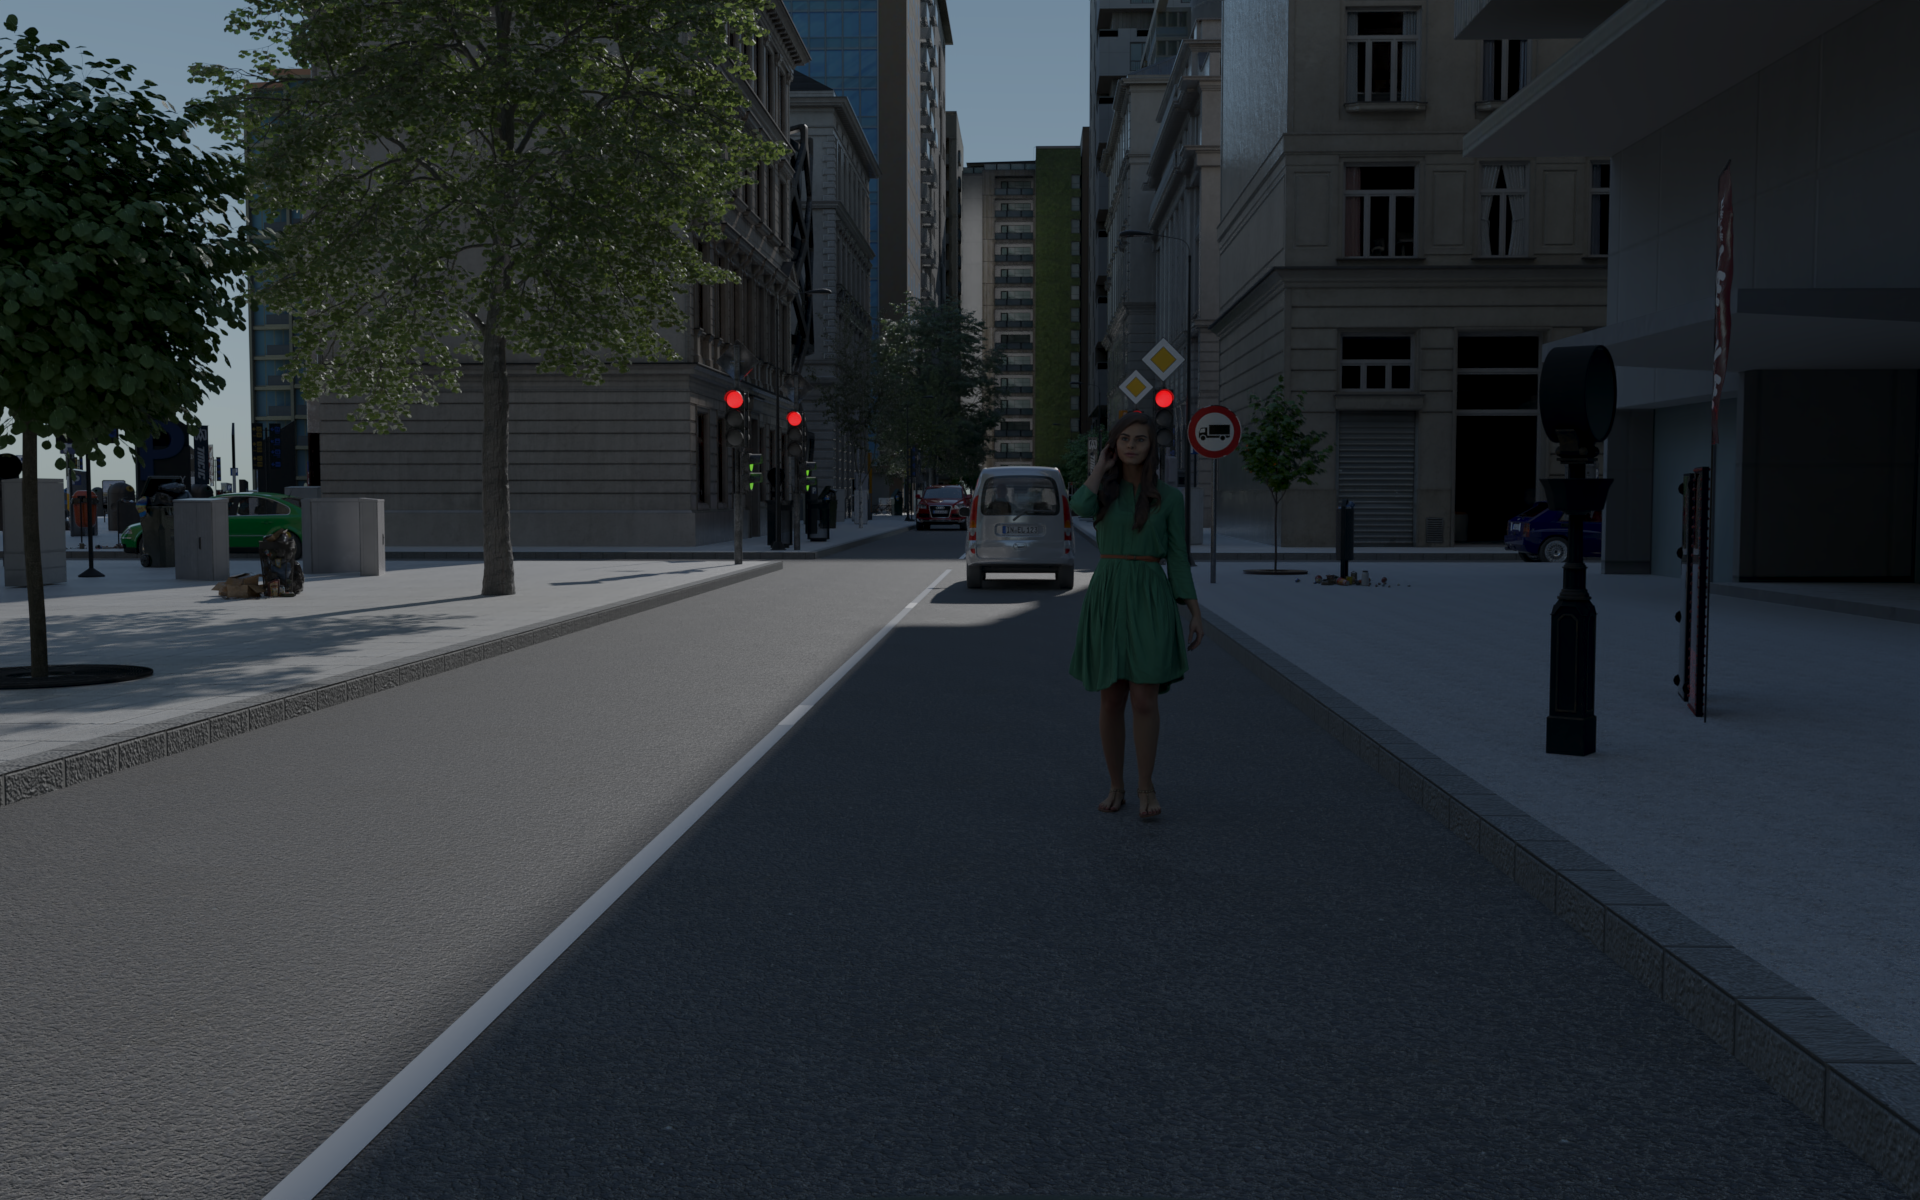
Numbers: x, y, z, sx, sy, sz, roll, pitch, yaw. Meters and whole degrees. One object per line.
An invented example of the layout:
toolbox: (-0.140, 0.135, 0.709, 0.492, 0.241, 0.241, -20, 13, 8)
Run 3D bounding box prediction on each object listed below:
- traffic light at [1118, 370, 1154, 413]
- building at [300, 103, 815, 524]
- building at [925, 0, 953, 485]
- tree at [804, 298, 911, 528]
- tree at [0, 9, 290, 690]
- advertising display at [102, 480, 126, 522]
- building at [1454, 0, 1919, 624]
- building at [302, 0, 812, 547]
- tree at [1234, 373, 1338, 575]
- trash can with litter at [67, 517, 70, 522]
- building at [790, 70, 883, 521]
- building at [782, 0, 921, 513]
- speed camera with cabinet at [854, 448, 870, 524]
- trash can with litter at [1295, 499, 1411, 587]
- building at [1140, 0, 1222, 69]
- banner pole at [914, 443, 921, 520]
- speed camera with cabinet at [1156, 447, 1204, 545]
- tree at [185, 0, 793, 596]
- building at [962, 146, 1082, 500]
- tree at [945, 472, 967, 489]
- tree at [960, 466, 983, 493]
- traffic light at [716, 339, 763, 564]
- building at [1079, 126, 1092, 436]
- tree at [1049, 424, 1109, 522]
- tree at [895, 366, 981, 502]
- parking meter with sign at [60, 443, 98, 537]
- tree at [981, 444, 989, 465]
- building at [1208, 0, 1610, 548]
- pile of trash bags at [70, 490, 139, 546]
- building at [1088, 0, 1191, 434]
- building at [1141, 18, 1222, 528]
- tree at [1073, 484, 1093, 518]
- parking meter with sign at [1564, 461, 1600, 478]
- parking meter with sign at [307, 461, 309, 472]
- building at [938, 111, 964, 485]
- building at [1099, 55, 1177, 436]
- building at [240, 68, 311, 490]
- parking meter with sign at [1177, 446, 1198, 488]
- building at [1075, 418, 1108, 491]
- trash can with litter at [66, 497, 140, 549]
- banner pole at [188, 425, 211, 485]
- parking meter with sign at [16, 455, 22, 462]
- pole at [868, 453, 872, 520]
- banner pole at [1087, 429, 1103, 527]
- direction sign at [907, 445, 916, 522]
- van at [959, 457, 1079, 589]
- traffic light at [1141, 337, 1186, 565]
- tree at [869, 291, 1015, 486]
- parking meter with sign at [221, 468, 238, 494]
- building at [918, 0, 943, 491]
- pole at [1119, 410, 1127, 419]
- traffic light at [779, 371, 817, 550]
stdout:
traffic light: (3.949, -3.074, 39.184, 0.839, 4.253, 0.868, 0, 4, 2)
building: (-14.434, -12.328, 69.007, 16.820, 18.784, 16.811, 0, 4, 2)
building: (-15.021, -35.800, 174.571, 27.495, 52.752, 28.713, 0, 4, 2)
tree: (-3.710, -6.975, 64.403, 4.360, 8.622, 3.978, 0, 3, 0)
tree: (-6.347, -1.728, 11.971, 4.285, 4.588, 4.351, 0, 3, 0)
advertising display: (-38.320, -4.481, 78.479, 0.974, 1.923, 0.123, -1, 4, -21)
building: (20.885, -25.954, 13.590, 28.713, 52.752, 27.495, 0, 4, 2)
building: (-10.783, -11.388, 50.822, 10.561, 19.102, 19.286, 0, 4, 2)
tree: (5.212, -2.029, 27.771, 1.663, 3.219, 1.824, 0, 3, 0)
trash can with litter: (-38.304, -3.909, 75.299, 0.624, 1.170, 1.055, 1, 4, 20)
building: (-10.475, -16.133, 92.651, 11.050, 23.489, 19.941, 0, 4, 2)
building: (-10.110, -28.830, 121.484, 14.600, 45.320, 14.200, 0, 4, 2)
speed camera with cabinet: (-4.212, -4.887, 74.246, 0.660, 3.252, 2.038, 0, 4, -1)
trash can with litter: (5.694, -0.850, 24.957, 1.678, 1.210, 2.233, 1, 4, 18)
building: (26.270, -26.619, 127.105, 32.217, 40.220, 23.993, 0, 4, 2)
banner pole: (-2.069, -5.863, 85.876, 0.401, 3.779, 0.863, 1, 4, 16)
speed camera with cabinet: (5.355, -2.988, 43.185, 0.660, 3.252, 2.038, 3, 4, 36)
tree: (-5.485, -6.329, 21.605, 7.486, 12.596, 7.792, 0, 3, 0)
building: (7.253, -31.979, 206.456, 14.086, 41.232, 14.154, 0, 4, 2)
tree: (-0.415, -9.195, 144.943, 1.663, 3.219, 1.824, 0, 3, 0)
tree: (1.572, -12.155, 182.445, 4.285, 4.588, 4.351, 0, 3, 0)
traffic light: (-4.026, -2.604, 31.494, 0.839, 4.253, 0.868, 0, 4, 2)
building: (21.401, -34.011, 206.190, 14.200, 45.320, 14.600, 0, 4, 2)
tree: (6.452, -6.150, 84.263, 4.285, 4.588, 4.351, 0, 3, 0)
tree: (-1.979, -9.203, 100.837, 4.737, 8.622, 4.395, 0, 3, 0)
parking meter with sign: (-26.727, -3.448, 52.633, 0.543, 3.016, 1.738, -1, 4, -9)
tree: (1.047, -13.489, 170.909, 4.737, 8.622, 4.395, 0, 3, 0)
building: (22.244, -13.114, 47.690, 30.059, 22.955, 16.112, 0, 4, 2)
pile of trash bags: (-20.438, -2.055, 43.348, 3.447, 1.369, 1.912, 0, 4, -5)
building: (25.212, -34.449, 152.480, 28.713, 52.752, 27.495, 0, 4, 2)
building: (15.353, -14.341, 76.271, 13.314, 21.916, 24.055, 0, 4, 2)
tree: (6.651, -5.960, 92.042, 1.663, 3.219, 1.824, 0, 3, 0)
parking meter with sign: (14.194, -2.649, 39.568, 1.738, 3.016, 0.543, 2, 4, 31)
parking meter with sign: (-34.177, -5.823, 91.471, 0.543, 3.016, 1.738, -1, 4, -19)
building: (-10.443, -35.875, 210.263, 21.600, 48.544, 21.300, 0, 4, 2)
building: (14.805, -18.571, 100.900, 12.463, 27.353, 25.104, 0, 4, 2)
building: (-57.186, -32.073, 179.019, 28.867, 44.769, 22.147, 0, 4, 2)
parking meter with sign: (6.444, -3.374, 51.420, 1.738, 3.016, 0.543, -3, 5, -42)
building: (21.964, -45.127, 176.074, 20.563, 71.187, 20.611, 0, 4, 2)
trash can with litter: (-20.060, -1.825, 40.897, 2.233, 1.210, 1.678, -3, 5, -41)
banner pole: (-24.319, -3.985, 55.168, 0.863, 3.779, 0.401, -3, 5, -41)
parking meter with sign: (-41.430, -4.914, 76.609, 0.543, 3.016, 1.738, -2, 4, -28)
pole: (-4.424, -5.581, 85.091, 0.158, 3.312, 0.155, 0, 3, 0)
banner pole: (5.247, -4.699, 66.841, 0.863, 3.779, 0.401, -2, 4, -31)
direction sign: (-2.257, -5.434, 80.835, 0.379, 3.537, 0.876, -2, 4, -26)
van: (0.965, -1.261, 27.630, 2.013, 2.044, 4.112, 0, 4, 2)
traffic light: (3.630, -2.586, 31.205, 0.839, 4.253, 0.868, 0, 4, 2)
tree: (-1.632, -12.402, 109.435, 9.857, 13.997, 8.962, 0, 3, 0)
parking meter with sign: (-48.547, -7.243, 114.686, 1.738, 3.016, 0.543, 2, 4, 32)
building: (-13.352, -32.069, 143.943, 23.786, 49.044, 30.456, 0, 4, 2)
pole: (3.972, -2.962, 42.265, 0.158, 3.312, 0.155, 0, 3, 0)
traffic light: (-3.707, -3.092, 39.473, 0.839, 4.253, 0.868, 0, 4, 2)
